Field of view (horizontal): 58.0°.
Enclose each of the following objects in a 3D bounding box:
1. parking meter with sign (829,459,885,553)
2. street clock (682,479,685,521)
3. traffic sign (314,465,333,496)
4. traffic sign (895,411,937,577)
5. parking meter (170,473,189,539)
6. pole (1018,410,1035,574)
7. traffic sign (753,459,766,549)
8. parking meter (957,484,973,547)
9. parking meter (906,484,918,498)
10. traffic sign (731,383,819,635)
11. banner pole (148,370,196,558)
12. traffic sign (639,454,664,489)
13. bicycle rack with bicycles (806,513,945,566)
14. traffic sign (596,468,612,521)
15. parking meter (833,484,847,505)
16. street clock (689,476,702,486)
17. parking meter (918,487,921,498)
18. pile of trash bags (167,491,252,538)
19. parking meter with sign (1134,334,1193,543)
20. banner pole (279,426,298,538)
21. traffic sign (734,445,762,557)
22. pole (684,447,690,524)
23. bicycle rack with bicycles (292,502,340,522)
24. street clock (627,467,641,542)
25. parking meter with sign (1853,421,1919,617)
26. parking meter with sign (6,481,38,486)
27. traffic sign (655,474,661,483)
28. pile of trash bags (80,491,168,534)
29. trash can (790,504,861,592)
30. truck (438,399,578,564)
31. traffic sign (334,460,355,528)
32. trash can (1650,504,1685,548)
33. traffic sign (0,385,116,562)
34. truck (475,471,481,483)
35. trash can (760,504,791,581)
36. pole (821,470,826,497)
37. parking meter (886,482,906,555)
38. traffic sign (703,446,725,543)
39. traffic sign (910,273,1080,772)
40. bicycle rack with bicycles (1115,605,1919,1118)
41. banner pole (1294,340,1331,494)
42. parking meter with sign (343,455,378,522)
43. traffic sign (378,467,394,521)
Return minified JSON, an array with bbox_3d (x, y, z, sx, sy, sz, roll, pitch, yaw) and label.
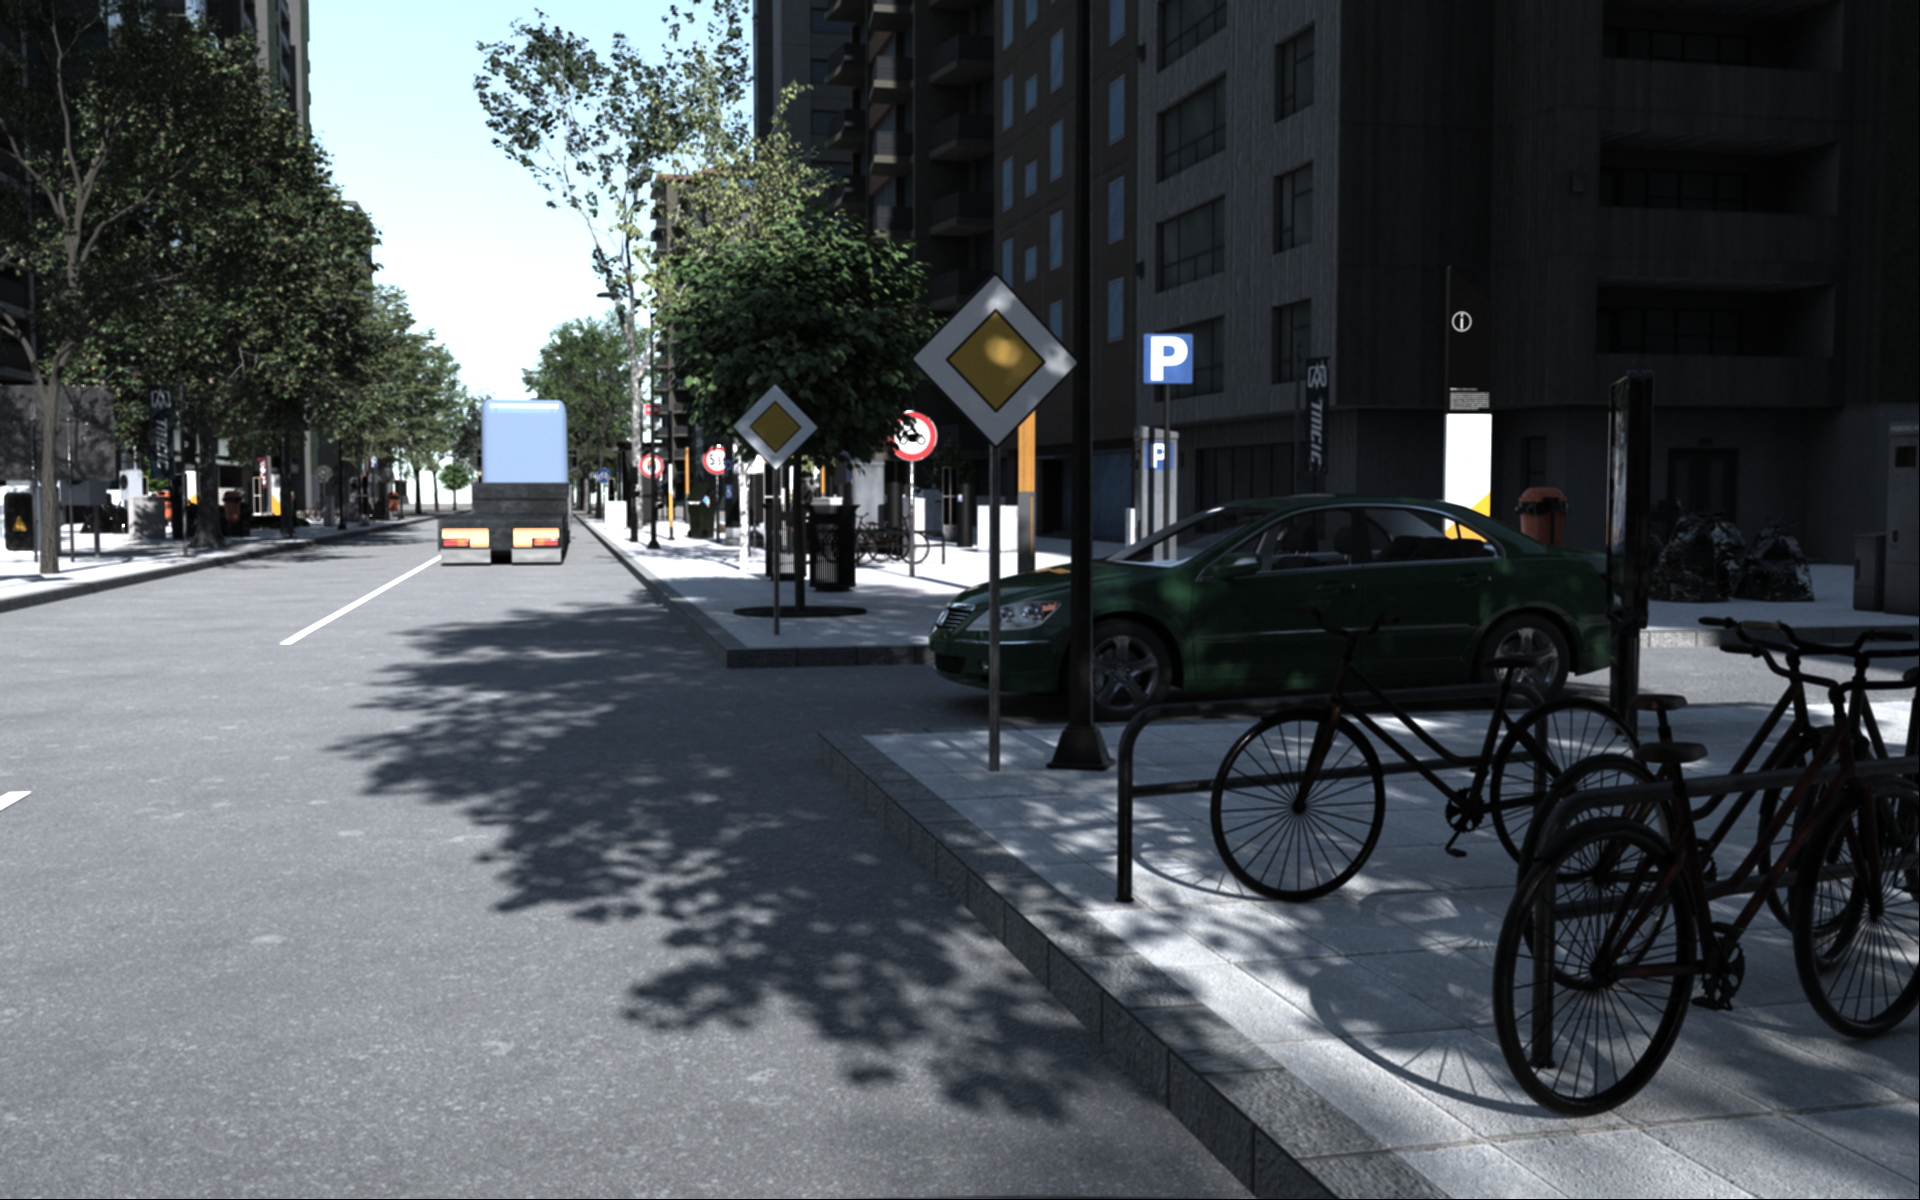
[{"bbox_3d":[-1.982,-2.533,37.677,1.738,3.016,0.543,-1,4,-9],"label":"parking meter with sign"},{"bbox_3d":[-13.014,-4.748,82.203,0.358,2.002,0.471,-2,4,-29],"label":"street clock"},{"bbox_3d":[-27.975,-4.653,76.178,0.768,2.556,0.104,-1,4,-13],"label":"traffic sign"},{"bbox_3d":[-0.739,-1.621,26.604,0.768,2.556,0.104,-1,4,-10],"label":"traffic sign"},{"bbox_3d":[-22.103,-2.650,49.038,0.255,1.863,0.399,3,4,38],"label":"parking meter"},{"bbox_3d":[0.798,-1.645,20.736,0.158,3.312,0.155,0,3,0],"label":"pole"},{"bbox_3d":[-4.796,-2.470,40.380,0.884,2.594,0.081,-1,4,-10],"label":"traffic sign"},{"bbox_3d":[0.118,-2.042,41.796,0.372,1.533,0.369,0,3,0],"label":"parking meter"},{"bbox_3d":[-1.324,-2.065,42.177,0.372,1.533,0.369,0,3,0],"label":"parking meter"},{"bbox_3d":[-1.675,-0.740,15.736,0.795,2.450,0.064,-1,4,-13],"label":"traffic sign"},{"bbox_3d":[-15.895,-2.745,34.895,0.863,3.779,0.401,-3,5,-40],"label":"banner pole"},{"bbox_3d":[-9.750,-3.345,54.804,0.768,2.556,0.104,-1,4,-11],"label":"traffic sign"},{"bbox_3d":[-1.710,-1.140,32.014,2.925,0.926,2.852,-2,4,-29],"label":"bicycle rack with bicycles"},{"bbox_3d":[-17.173,-5.106,83.588,0.768,2.556,0.104,-1,4,-12],"label":"traffic sign"},{"bbox_3d":[-3.111,-2.241,45.052,0.372,1.533,0.369,0,3,0],"label":"parking meter"},{"bbox_3d":[-10.568,-3.998,69.931,0.358,2.002,0.471,1,4,9],"label":"street clock"},{"bbox_3d":[-1.285,-2.464,48.705,0.372,1.533,0.369,0,3,0],"label":"parking meter"},{"bbox_3d":[-22.264,-2.588,52.072,1.912,1.369,3.447,-3,4,-39],"label":"pile of trash bags"},{"bbox_3d":[2.251,-1.435,19.728,0.543,3.016,1.738,0,4,0],"label":"parking meter with sign"},{"bbox_3d":[-19.717,-3.709,50.666,0.401,3.779,0.863,-3,5,-45],"label":"banner pole"},{"bbox_3d":[-4.320,-2.032,35.358,0.606,2.300,0.079,0,4,-7],"label":"traffic sign"},{"bbox_3d":[-11.860,-4.978,75.226,0.158,3.312,0.155,0,3,0],"label":"pole"},{"bbox_3d":[-29.470,-4.113,80.631,2.925,0.926,2.852,-1,4,-15],"label":"bicycle rack with bicycles"},{"bbox_3d":[-8.699,-2.547,46.207,0.358,2.002,0.471,-1,4,-10],"label":"street clock"},{"bbox_3d":[10.211,-1.346,18.274,0.543,3.016,1.738,-1,4,-13],"label":"parking meter with sign"},{"bbox_3d":[-25.137,-3.068,46.421,1.738,3.016,0.543,0,4,-2],"label":"parking meter with sign"},{"bbox_3d":[-14.586,-5.023,82.240,0.768,2.556,0.104,0,4,-6],"label":"traffic sign"},{"bbox_3d":[-27.055,-2.871,56.696,3.447,1.369,1.912,1,4,21],"label":"pile of trash bags"},{"bbox_3d":[-1.684,-0.686,22.864,0.748,1.137,0.748,0,3,0],"label":"trash can"},{"bbox_3d":[-11.169,-3.299,43.695,2.967,4.110,18.799,-1,4,-12],"label":"truck"},{"bbox_3d":[-23.074,-3.966,64.942,0.768,2.556,0.104,0,4,-7],"label":"traffic sign"},{"bbox_3d":[10.096,-0.823,25.113,0.748,1.137,0.748,0,3,0],"label":"trash can"},{"bbox_3d":[-17.016,-2.359,32.446,2.265,3.308,0.079,0,4,-8],"label":"traffic sign"},{"bbox_3d":[-37.770,-9.262,140.339,2.839,4.237,11.283,-1,4,-15],"label":"truck"},{"bbox_3d":[-2.583,-0.858,25.686,0.748,1.137,0.748,0,3,0],"label":"trash can"},{"bbox_3d":[-3.516,-3.073,44.086,0.158,3.312,0.155,0,3,0],"label":"pole"},{"bbox_3d":[-1.390,-1.734,36.769,0.372,1.533,0.369,0,3,0],"label":"parking meter"},{"bbox_3d":[-6.370,-2.776,45.501,0.768,2.556,0.104,-1,4,-9],"label":"traffic sign"},{"bbox_3d":[0.156,-0.264,7.963,0.795,2.450,0.064,-1,4,-13],"label":"traffic sign"},{"bbox_3d":[1.901,0.513,4.996,2.925,0.926,2.852,-2,4,-25],"label":"bicycle rack with bicycles"},{"bbox_3d":[5.645,-2.327,28.056,0.401,3.779,0.863,-3,5,-40],"label":"banner pole"},{"bbox_3d":[-27.312,-5.034,78.563,1.738,3.016,0.543,1,4,16],"label":"parking meter with sign"},{"bbox_3d":[-27.306,-5.035,82.427,0.768,2.556,0.104,-1,4,-12],"label":"traffic sign"}]
